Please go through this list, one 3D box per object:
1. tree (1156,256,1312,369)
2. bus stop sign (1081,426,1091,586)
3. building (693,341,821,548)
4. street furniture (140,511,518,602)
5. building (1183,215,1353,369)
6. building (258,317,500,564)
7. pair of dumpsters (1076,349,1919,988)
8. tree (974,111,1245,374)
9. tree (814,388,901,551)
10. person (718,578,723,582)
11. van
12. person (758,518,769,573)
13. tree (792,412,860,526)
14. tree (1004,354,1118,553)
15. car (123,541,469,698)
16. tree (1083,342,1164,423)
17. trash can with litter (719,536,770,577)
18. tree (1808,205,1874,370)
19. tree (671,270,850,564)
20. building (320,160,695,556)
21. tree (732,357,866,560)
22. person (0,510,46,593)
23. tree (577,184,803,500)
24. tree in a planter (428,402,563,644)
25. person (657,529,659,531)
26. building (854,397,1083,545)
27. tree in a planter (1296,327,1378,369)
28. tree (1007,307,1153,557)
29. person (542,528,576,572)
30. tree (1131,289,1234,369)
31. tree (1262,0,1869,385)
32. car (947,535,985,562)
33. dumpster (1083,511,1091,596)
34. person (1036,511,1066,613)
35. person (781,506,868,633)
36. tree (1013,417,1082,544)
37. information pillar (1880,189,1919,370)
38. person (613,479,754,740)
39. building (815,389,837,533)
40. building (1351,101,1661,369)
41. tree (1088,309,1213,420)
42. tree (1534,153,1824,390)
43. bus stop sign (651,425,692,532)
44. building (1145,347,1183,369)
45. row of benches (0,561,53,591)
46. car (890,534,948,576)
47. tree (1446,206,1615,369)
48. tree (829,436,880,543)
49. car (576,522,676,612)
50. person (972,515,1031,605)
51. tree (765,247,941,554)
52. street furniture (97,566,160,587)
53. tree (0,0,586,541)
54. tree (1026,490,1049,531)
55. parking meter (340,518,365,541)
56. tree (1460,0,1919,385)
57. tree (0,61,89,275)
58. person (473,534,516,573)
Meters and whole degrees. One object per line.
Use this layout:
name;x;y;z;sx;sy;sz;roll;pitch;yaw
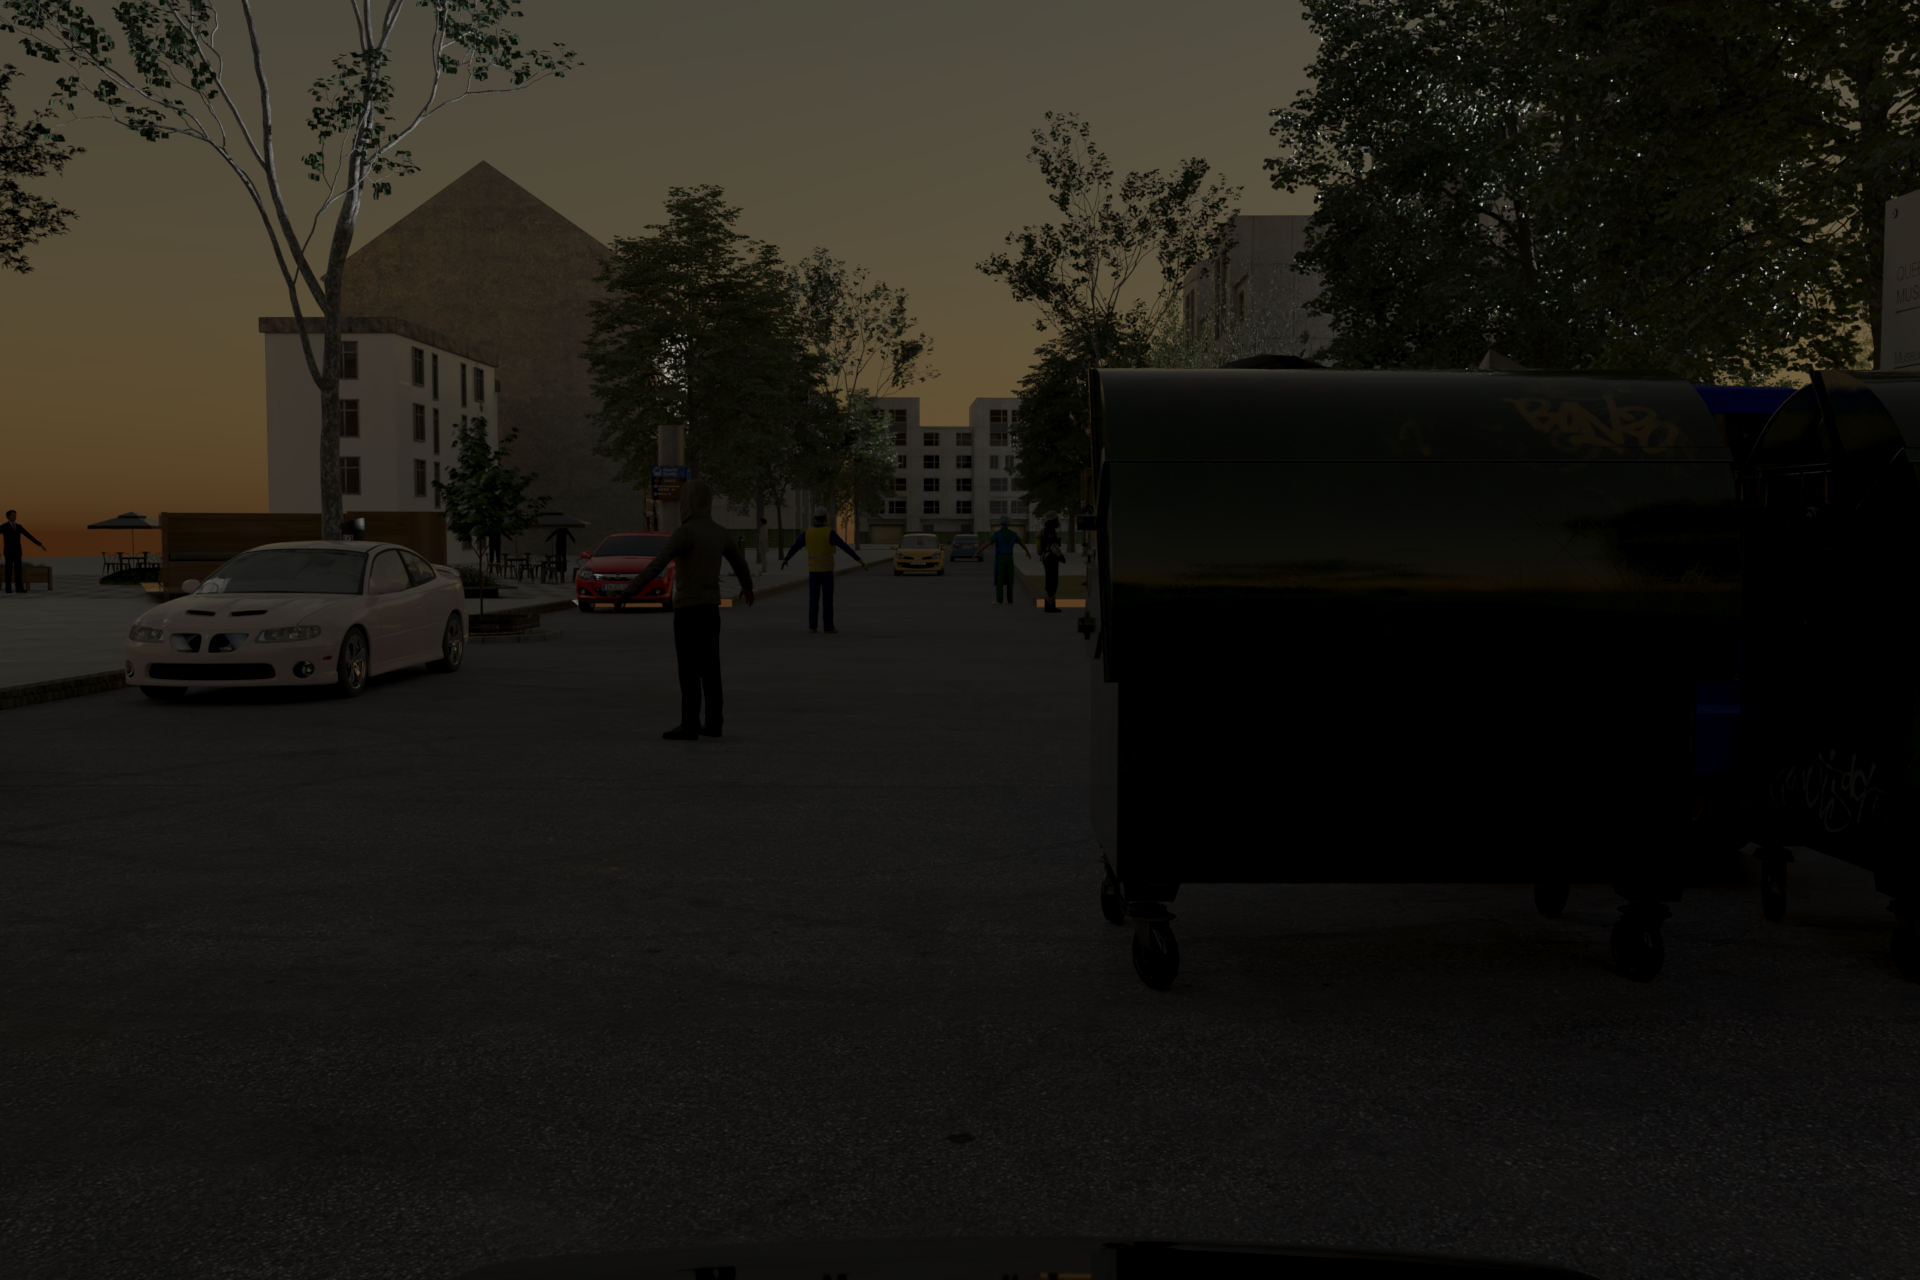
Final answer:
tree;7.766;-5.806;45.288;4.360;8.622;3.978;0;3;0
bus stop sign;3.439;-3.319;42.976;0.855;3.939;0.416;0;4;1
building;-23.611;-18.819;174.145;16.747;18.905;31.486;0;3;0
street furniture;-12.638;-1.843;36.987;9.812;1.723;11.010;-2;4;-26
building;23.536;-14.570;104.680;16.747;18.905;31.486;0;4;1
building;-26.124;-8.500;81.125;9.099;9.664;28.070;0;4;1
pair of dumpsters;2.616;-0.061;5.946;4.436;2.255;1.574;0;3;0
tree;5.860;-13.702;79.915;12.611;20.169;13.585;0;3;0
tree;-8.124;-13.204;134.016;7.486;12.596;7.792;0;3;0
person;-6.482;-2.277;46.488;0.599;1.433;0.991;1;4;21
van;2.657;-0.313;9.509;2.240;2.365;5.245;0;4;1
person;-6.561;-3.141;57.540;0.705;1.806;1.347;0;4;-5
tree;-7.920;-9.079;98.803;4.737;8.622;4.395;0;3;0
tree;7.615;-13.007;119.321;9.857;13.997;8.962;0;3;0
car;-6.177;-0.262;16.642;2.083;1.381;4.827;0;4;1
tree;6.794;-7.165;67.511;4.737;8.622;4.395;0;3;0
trash can with litter;-6.553;-2.571;53.100;1.678;1.210;2.233;0;4;2
tree;19.261;-5.235;35.957;4.360;8.622;3.978;0;3;0
tree;-8.567;-9.558;74.400;7.486;12.596;7.792;0;3;0
building;-27.985;-17.154;111.403;19.493;23.208;18.063;0;3;0
tree;-8.720;-9.193;84.725;8.767;10.594;7.601;0;4;-1
person;-20.583;-1.926;37.670;0.705;1.806;1.347;2;4;32
tree;-8.799;-8.460;56.444;7.486;12.596;7.792;0;3;0
tree in a planter;-6.538;-1.611;23.569;1.991;3.239;1.994;0;4;1
person;-7.661;-2.370;45.477;1.216;1.740;0.721;1;4;16
building;1.695;-22.130;230.747;31.486;18.905;16.747;0;4;-3
tree in a planter;3.043;-1.090;15.048;1.991;3.239;1.994;0;4;2
tree;7.324;-11.713;98.171;9.857;13.997;8.962;0;3;0
person;-13.545;-3.229;58.730;0.705;1.837;1.347;3;5;41
tree;6.837;-6.203;51.774;4.737;8.622;4.395;0;3;0
tree;9.661;-7.435;28.226;9.857;13.997;8.962;0;3;0
car;0.341;-4.821;90.829;2.014;1.417;4.499;0;4;0
dumpster;3.126;-1.359;30.444;1.865;1.857;1.264;0;4;0
person;1.702;-1.435;31.700;0.705;1.856;1.354;0;4;-7
person;-1.999;-1.019;25.079;1.349;1.833;0.705;1;4;17
tree;8.094;-11.937;129.581;8.767;10.594;7.601;0;4;5
information pillar;6.599;-1.236;11.518;0.184;3.620;1.656;0;4;1
person;-1.865;-0.219;12.161;0.705;1.813;1.348;2;4;35
building;-24.396;-22.735;202.652;19.493;23.208;18.063;0;3;0
building;23.983;-13.815;82.303;16.016;20.090;11.380;0;4;1
tree;6.518;-6.523;57.010;4.737;8.622;4.395;0;3;0
tree;18.676;-7.353;45.985;9.928;11.665;9.643;0;3;0
bus stop sign;-7.002;-3.247;42.104;0.837;3.901;0.837;0;4;1
building;27.463;-18.616;170.835;16.747;18.905;31.486;0;4;1
row of benches;-22.660;-1.506;40.084;4.104;0.672;1.422;2;4;26
car;-1.405;-3.077;60.528;2.015;1.641;3.980;0;4;1
tree;12.297;-5.360;37.993;4.360;8.622;3.978;0;3;0
tree;-8.454;-10.682;125.008;4.360;8.622;3.978;0;3;0
car;-6.086;-1.477;33.186;2.155;1.783;4.494;0;4;1
person;0.885;-1.630;35.230;1.347;1.817;0.704;-2;4;-27
tree;-7.668;-15.703;112.641;12.611;20.169;13.585;0;3;0
street furniture;-19.641;-1.917;46.963;5.734;0.657;10.072;-1;4;-9
tree;-12.734;-10.844;33.185;12.611;20.169;13.585;0;3;0
tree;7.376;-11.428;137.208;4.360;8.622;3.978;0;3;0
parking meter;-9.602;-1.161;27.389;0.372;1.533;0.369;0;3;0
tree;8.668;-6.026;16.659;7.486;12.596;7.792;0;3;0
tree;-12.221;-5.023;16.537;8.767;10.594;7.601;3;5;40
person;-15.257;-3.098;56.792;1.346;1.812;0.704;-1;4;-14
